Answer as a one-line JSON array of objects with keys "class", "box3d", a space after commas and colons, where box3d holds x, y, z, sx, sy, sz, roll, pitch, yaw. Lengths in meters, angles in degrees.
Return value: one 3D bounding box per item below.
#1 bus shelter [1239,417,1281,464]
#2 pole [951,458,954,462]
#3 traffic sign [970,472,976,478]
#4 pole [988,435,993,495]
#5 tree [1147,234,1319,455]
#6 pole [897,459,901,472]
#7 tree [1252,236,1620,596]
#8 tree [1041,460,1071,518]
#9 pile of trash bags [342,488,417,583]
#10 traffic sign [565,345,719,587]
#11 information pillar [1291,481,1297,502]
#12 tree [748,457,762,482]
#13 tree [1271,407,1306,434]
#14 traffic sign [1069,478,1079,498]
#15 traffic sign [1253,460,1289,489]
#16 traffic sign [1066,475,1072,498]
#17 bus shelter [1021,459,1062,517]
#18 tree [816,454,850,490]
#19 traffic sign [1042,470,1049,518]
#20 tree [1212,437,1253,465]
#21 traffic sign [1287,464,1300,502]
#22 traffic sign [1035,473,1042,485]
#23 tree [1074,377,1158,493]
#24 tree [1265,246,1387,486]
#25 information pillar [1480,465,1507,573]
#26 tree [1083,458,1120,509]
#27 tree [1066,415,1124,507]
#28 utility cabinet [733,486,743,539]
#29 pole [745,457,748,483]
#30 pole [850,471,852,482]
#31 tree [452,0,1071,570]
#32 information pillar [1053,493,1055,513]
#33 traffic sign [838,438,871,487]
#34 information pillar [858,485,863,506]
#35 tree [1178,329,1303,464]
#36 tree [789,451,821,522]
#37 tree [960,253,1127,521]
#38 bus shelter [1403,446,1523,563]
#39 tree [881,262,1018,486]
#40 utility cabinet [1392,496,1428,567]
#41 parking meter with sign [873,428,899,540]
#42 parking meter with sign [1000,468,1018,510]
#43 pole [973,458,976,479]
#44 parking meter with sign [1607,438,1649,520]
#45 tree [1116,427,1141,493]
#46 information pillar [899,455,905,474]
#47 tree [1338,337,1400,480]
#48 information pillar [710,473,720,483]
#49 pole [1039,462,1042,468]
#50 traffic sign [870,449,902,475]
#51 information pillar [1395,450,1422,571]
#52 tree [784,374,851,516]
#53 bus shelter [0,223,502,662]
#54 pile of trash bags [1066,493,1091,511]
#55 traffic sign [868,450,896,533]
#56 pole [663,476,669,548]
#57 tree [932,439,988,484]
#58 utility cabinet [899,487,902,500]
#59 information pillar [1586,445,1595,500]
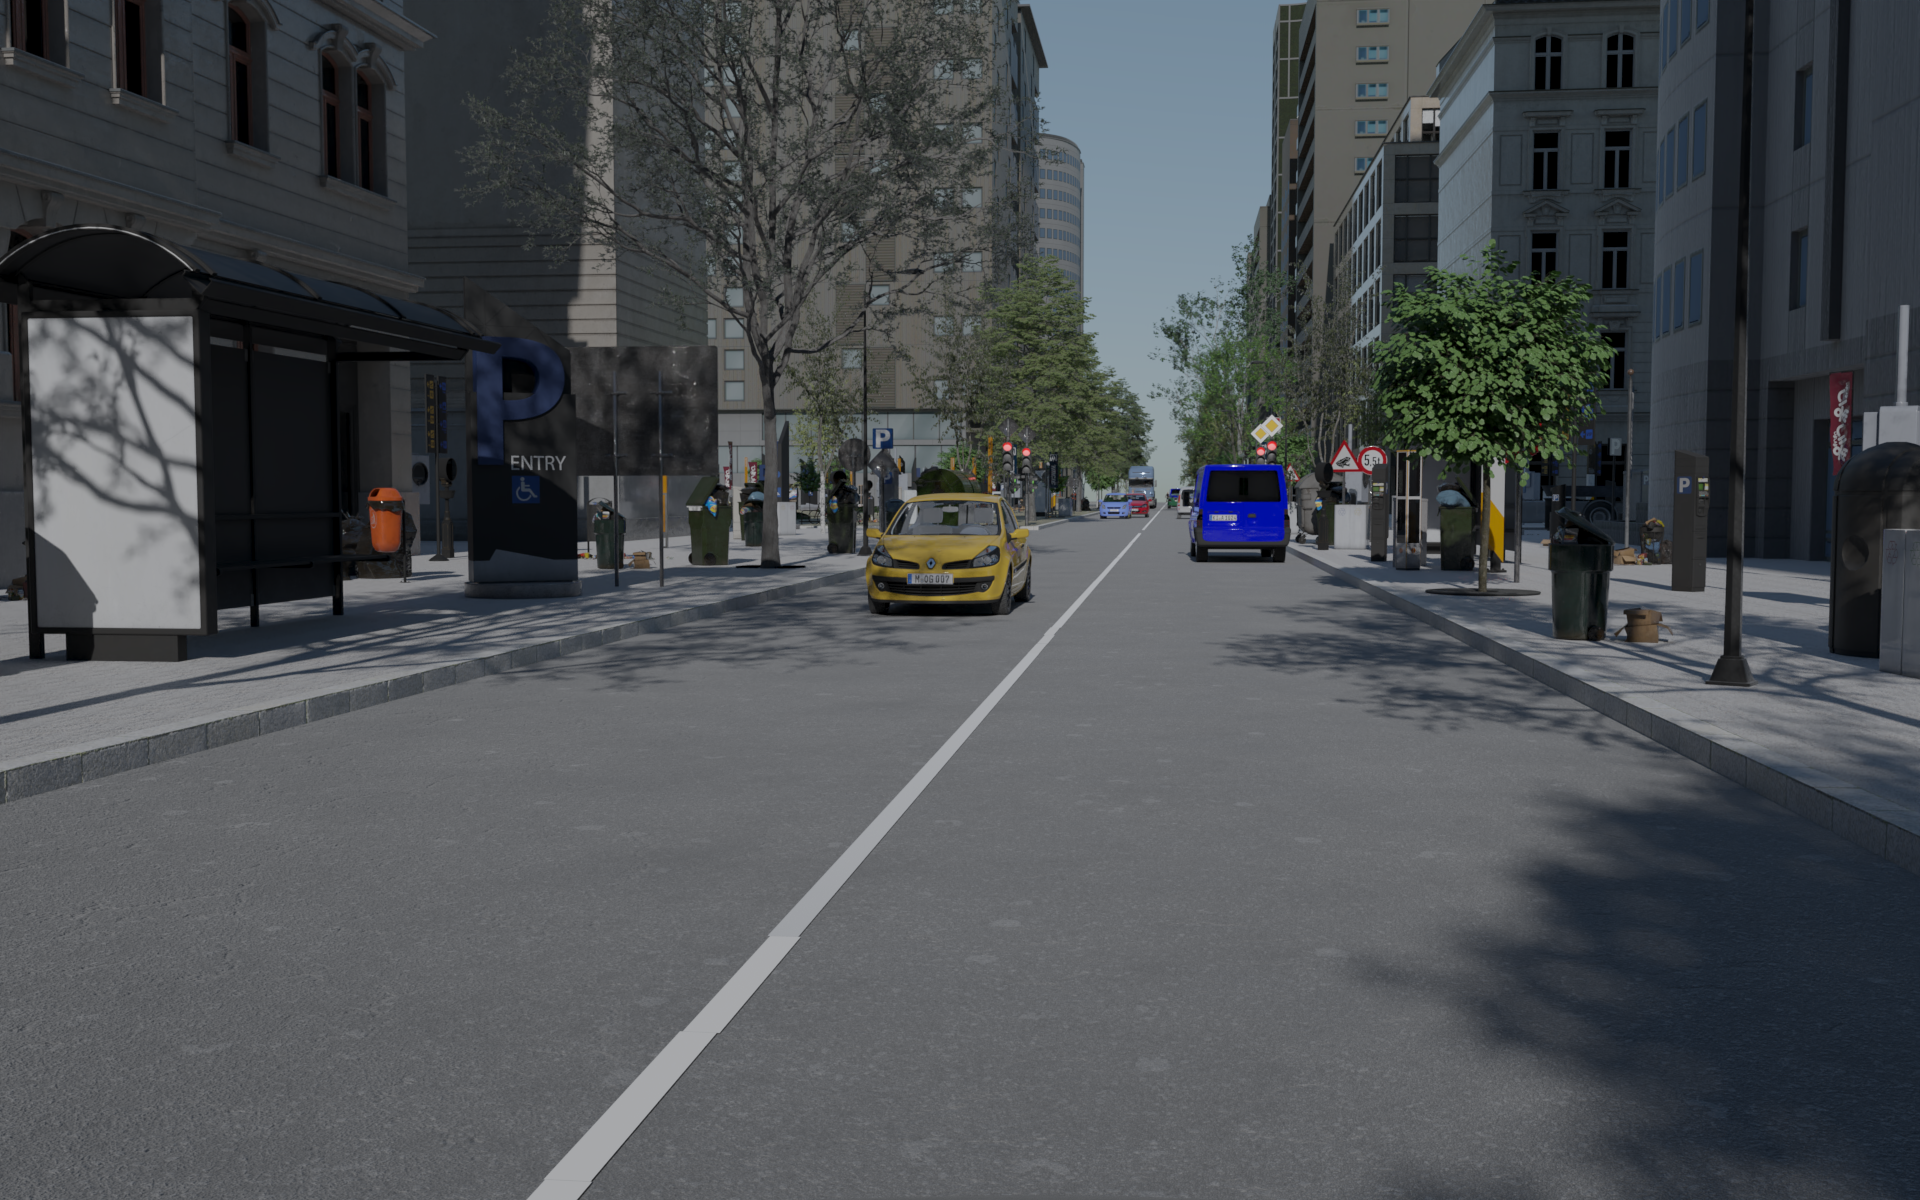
[{"class": "bus shelter", "box3d": [15.327, -6.743, 87.882, 2.179, 5.291, 8.768, 0, 4, 7]}, {"class": "pole", "box3d": [-0.416, -6.307, 96.958, 0.158, 3.312, 0.155, 0, 3, 0]}, {"class": "traffic sign", "box3d": [0.301, -4.436, 73.712, 0.795, 2.450, 0.064, 1, 4, 13]}, {"class": "pole", "box3d": [1.052, -4.062, 60.254, 0.158, 3.312, 0.155, 0, 3, 0]}, {"class": "tree", "box3d": [20.359, -16.702, 128.974, 12.611, 20.169, 13.585, 0, 3, 0]}, {"class": "pole", "box3d": [-3.502, -6.466, 99.554, 0.158, 3.312, 0.155, 0, 3, 0]}, {"class": "tree", "box3d": [6.718, -2.353, 22.183, 4.285, 4.588, 4.351, 0, 3, 0]}, {"class": "tree", "box3d": [5.316, -6.109, 94.484, 1.663, 3.219, 1.824, 0, 3, 0]}, {"class": "pile of trash bags", "box3d": [-9.093, -0.995, 26.026, 1.912, 1.369, 3.447, -3, 4, -38]}, {"class": "traffic sign", "box3d": [-4.444, -1.837, 23.902, 2.265, 3.308, 0.079, 0, 4, 7]}, {"class": "information pillar", "box3d": [15.632, -4.673, 80.901, 0.304, 2.012, 0.304, 0, 4, 8]}, {"class": "tree", "box3d": [-14.947, -9.215, 134.374, 4.285, 4.588, 4.351, 0, 3, 0]}, {"class": "tree", "box3d": [25.911, -11.523, 138.755, 4.737, 8.622, 4.395, 0, 3, 0]}, {"class": "traffic sign", "box3d": [7.280, -6.629, 110.510, 0.606, 2.300, 0.079, 1, 4, 12]}, {"class": "traffic sign", "box3d": [14.957, -5.371, 81.687, 2.265, 3.308, 0.079, 1, 4, 14]}, {"class": "traffic sign", "box3d": [7.505, -7.212, 117.925, 0.884, 2.594, 0.081, 1, 4, 13]}, {"class": "bus shelter", "box3d": [4.764, -6.566, 101.279, 2.014, 3.302, 5.546, 0, 4, 7]}, {"class": "tree", "box3d": [-10.270, -9.690, 142.138, 4.285, 4.588, 4.351, 0, 3, 0]}, {"class": "traffic sign", "box3d": [4.716, -5.633, 92.201, 0.768, 2.556, 0.104, 1, 4, 16]}, {"class": "tree", "box3d": [14.425, -5.753, 77.768, 4.285, 4.588, 4.351, 0, 3, 0]}, {"class": "traffic sign", "box3d": [13.778, -4.422, 72.309, 0.884, 2.594, 0.081, 1, 4, 9]}, {"class": "traffic sign", "box3d": [3.886, -5.467, 90.572, 0.795, 2.450, 0.064, 1, 4, 13]}, {"class": "tree", "box3d": [16.588, -17.210, 188.040, 9.857, 13.997, 8.962, 0, 3, 0]}, {"class": "tree", "box3d": [11.099, -6.242, 52.421, 4.360, 8.622, 3.978, 0, 3, 0]}, {"class": "information pillar", "box3d": [8.667, -2.248, 28.103, 0.504, 3.616, 0.183, -2, 4, -34]}, {"class": "tree", "box3d": [12.372, -10.311, 152.294, 4.285, 4.588, 4.351, 0, 3, 0]}, {"class": "tree", "box3d": [10.138, -11.609, 140.176, 4.360, 8.622, 3.978, 0, 3, 0]}, {"class": "utility cabinet", "box3d": [-6.342, -2.503, 49.597, 0.318, 1.500, 1.173, 0, 4, -7]}, {"class": "pole", "box3d": [-11.887, -6.266, 96.287, 0.158, 3.312, 0.155, 0, 3, 0]}, {"class": "pole", "box3d": [-8.217, -8.409, 131.333, 0.158, 3.312, 0.155, 0, 3, 0]}, {"class": "tree", "box3d": [-3.239, -7.284, 29.467, 12.009, 13.543, 11.850, 0, 3, 0]}, {"class": "information pillar", "box3d": [6.243, -7.696, 117.185, 0.504, 3.616, 0.183, 0, 4, -4]}, {"class": "traffic sign", "box3d": [-2.408, -2.403, 39.403, 0.768, 2.556, 0.104, 1, 4, 12]}, {"class": "information pillar", "box3d": [-8.033, -8.283, 139.914, 0.304, 2.012, 0.304, 2, 4, 29]}, {"class": "tree", "box3d": [17.417, -11.128, 107.706, 9.928, 11.665, 9.643, 0, 3, 0]}, {"class": "tree", "box3d": [-6.774, -5.154, 78.871, 1.663, 3.219, 1.824, 0, 3, 0]}, {"class": "tree", "box3d": [3.622, -10.004, 81.695, 7.486, 12.596, 7.792, 0, 3, 0]}, {"class": "bus shelter", "box3d": [9.920, -2.478, 34.432, 2.014, 3.302, 5.546, 0, 4, 7]}, {"class": "tree", "box3d": [0.086, -6.363, 54.391, 4.360, 8.622, 3.978, 0, 3, 0]}, {"class": "utility cabinet", "box3d": [7.973, -1.192, 30.644, 0.306, 1.237, 1.020, 2, 4, 33]}, {"class": "parking meter with sign", "box3d": [-1.889, -3.085, 46.708, 0.543, 3.016, 1.738, 1, 4, 10]}, {"class": "parking meter with sign", "box3d": [2.988, -7.149, 113.145, 0.543, 3.016, 1.738, 3, 5, 43]}, {"class": "pole", "box3d": [0.808, -6.333, 97.385, 0.158, 3.312, 0.155, 0, 3, 0]}, {"class": "parking meter with sign", "box3d": [20.722, -3.474, 53.057, 0.543, 3.016, 1.738, -2, 4, -32]}, {"class": "tree", "box3d": [20.387, -17.593, 222.062, 7.601, 10.594, 8.767, 0, 4, -3]}, {"class": "information pillar", "box3d": [-3.498, -6.916, 104.437, 0.183, 3.616, 0.504, 3, 5, 39]}, {"class": "tree", "box3d": [19.712, -8.065, 82.225, 4.737, 8.622, 4.395, 0, 3, 0]}, {"class": "information pillar", "box3d": [-8.623, -3.447, 60.843, 0.304, 2.012, 0.304, 1, 4, 13]}, {"class": "pole", "box3d": [4.963, -6.894, 106.566, 0.158, 3.312, 0.155, 0, 3, 0]}, {"class": "traffic sign", "box3d": [-2.046, -2.921, 47.760, 0.884, 2.594, 0.081, 0, 4, 7]}, {"class": "information pillar", "box3d": [7.548, -1.507, 29.134, 0.304, 2.012, 0.304, -1, 4, -22]}, {"class": "tree", "box3d": [-8.310, -9.316, 102.676, 4.737, 8.622, 4.395, 0, 3, 0]}, {"class": "bus shelter", "box3d": [-6.177, -1.334, 15.728, 2.014, 3.302, 5.546, 0, 4, 7]}, {"class": "pile of trash bags", "box3d": [8.950, -7.549, 133.173, 1.912, 1.369, 3.447, 0, 4, -5]}, {"class": "traffic sign", "box3d": [-2.051, -2.699, 45.319, 0.795, 2.450, 0.064, 1, 4, 10]}, {"class": "pole", "box3d": [-7.014, -2.886, 41.025, 0.158, 3.312, 0.155, 0, 3, 0]}, {"class": "tree", "box3d": [0.068, -7.153, 100.672, 4.285, 4.588, 4.351, 0, 3, 0]}, {"class": "utility cabinet", "box3d": [-1.992, -2.653, 52.053, 0.318, 1.500, 1.173, -1, 4, -11]}, {"class": "information pillar", "box3d": [26.544, -4.990, 72.939, 0.504, 3.616, 0.183, -3, 4, -38]}]
